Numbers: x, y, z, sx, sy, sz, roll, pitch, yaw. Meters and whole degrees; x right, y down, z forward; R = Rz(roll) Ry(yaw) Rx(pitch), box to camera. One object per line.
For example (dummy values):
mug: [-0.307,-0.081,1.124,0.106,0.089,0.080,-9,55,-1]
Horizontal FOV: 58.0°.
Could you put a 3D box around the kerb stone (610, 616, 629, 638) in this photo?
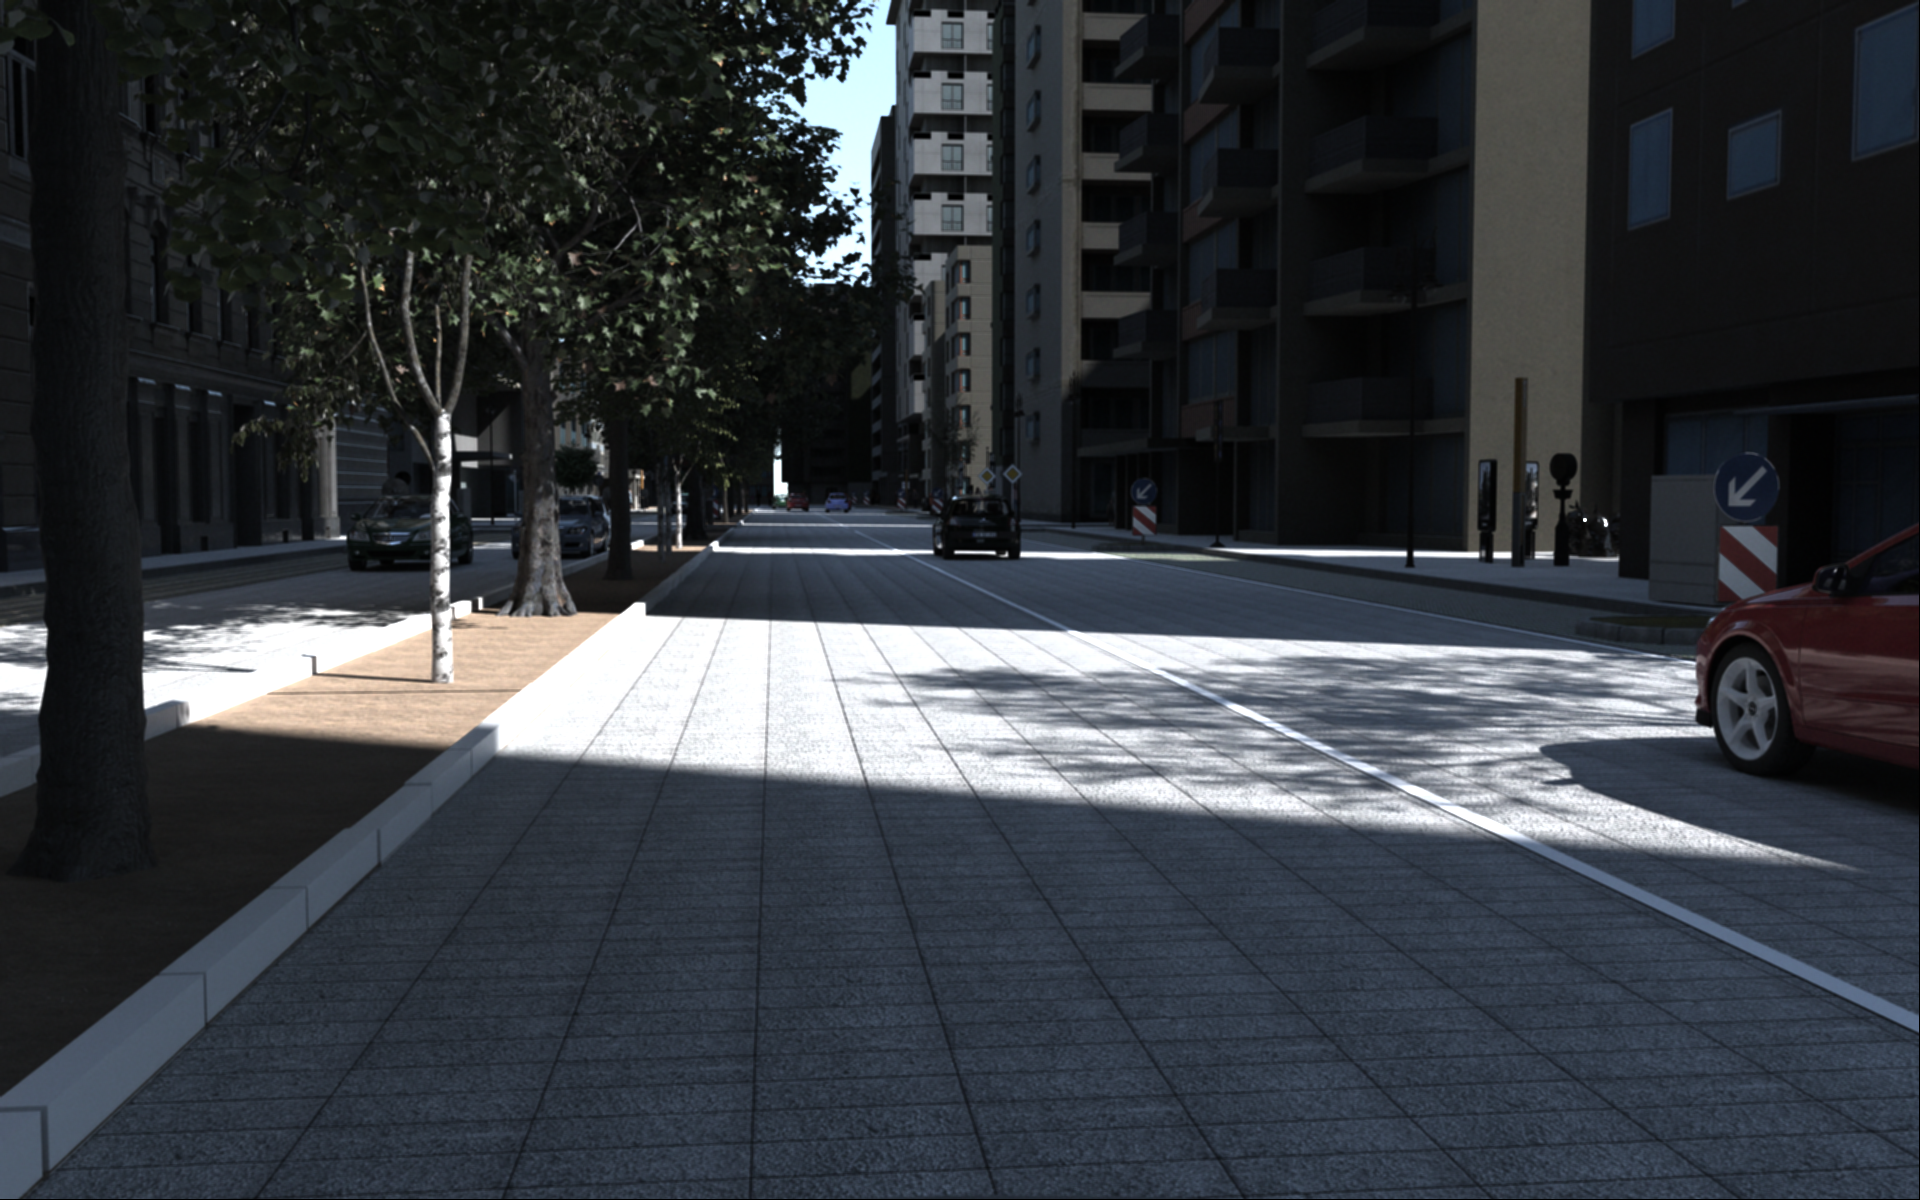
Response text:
kerb stone: [-3.444,0.295,17.368,0.120,0.150,1.000,0,4,-6]

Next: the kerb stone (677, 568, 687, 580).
kerb stone: [-4.636,-0.388,28.595,0.120,0.150,1.000,0,4,-6]

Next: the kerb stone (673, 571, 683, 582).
kerb stone: [-4.538,-0.329,27.571,0.120,0.150,1.000,0,4,-6]

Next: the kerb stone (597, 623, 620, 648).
kerb stone: [-3.336,0.358,16.352,0.120,0.150,1.000,0,4,-6]

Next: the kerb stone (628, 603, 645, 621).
kerb stone: [-3.660,0.169,19.424,0.120,0.150,1.000,0,4,-6]

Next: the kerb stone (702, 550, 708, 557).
kerb stone: [-5.626,-0.954,37.790,0.120,0.150,1.000,0,4,-6]

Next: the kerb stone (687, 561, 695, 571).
kerb stone: [-4.975,-0.579,31.670,0.120,0.150,1.000,0,4,-6]

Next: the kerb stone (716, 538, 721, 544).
kerb stone: [-6.614,-1.515,46.964,0.120,0.150,1.000,0,4,-6]

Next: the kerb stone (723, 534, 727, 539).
kerb stone: [-7.153,-1.824,52.076,0.120,0.150,1.000,0,4,-6]

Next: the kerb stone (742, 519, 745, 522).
kerb stone: [-10.149,-3.542,80.103,0.120,0.150,1.000,0,4,-6]

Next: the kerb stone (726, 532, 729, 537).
kerb stone: [-7.373,-1.952,54.115,0.120,0.150,1.000,0,4,-6]

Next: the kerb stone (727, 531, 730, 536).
kerb stone: [-7.485,-2.014,55.130,0.120,0.150,1.000,0,4,-6]

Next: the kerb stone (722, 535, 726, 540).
kerb stone: [-7.051,-1.763,51.059,0.120,0.150,1.000,0,4,-6]

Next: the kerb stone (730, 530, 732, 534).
kerb stone: [-7.810,-2.197,58.192,0.120,0.150,1.000,0,4,-6]

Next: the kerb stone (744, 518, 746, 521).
kerb stone: [-10.589,-3.792,84.192,0.120,0.150,1.000,0,4,-6]

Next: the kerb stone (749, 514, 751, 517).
kerb stone: [-12.231,-4.729,99.516,0.120,0.150,1.000,0,4,-6]

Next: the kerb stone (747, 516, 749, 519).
kerb stone: [-11.352,-4.225,91.358,0.120,0.150,1.000,0,4,-6]

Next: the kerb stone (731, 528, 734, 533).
kerb stone: [-8.035,-2.326,60.230,0.120,0.150,1.000,0,4,-6]

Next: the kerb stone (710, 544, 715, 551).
kerb stone: [-6.063,-1.201,41.865,0.120,0.150,1.000,0,4,-6]

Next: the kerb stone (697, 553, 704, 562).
kerb stone: [-5.414,-0.829,35.752,0.120,0.150,1.000,0,4,-6]

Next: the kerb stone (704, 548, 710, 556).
kerb stone: [-5.737,-1.016,38.806,0.120,0.150,1.000,0,4,-6]

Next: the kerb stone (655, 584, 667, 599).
kerb stone: [-4.101,-0.080,23.499,0.120,0.150,1.000,0,4,-6]

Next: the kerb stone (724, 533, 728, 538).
kerb stone: [-7.262,-1.888,53.094,0.120,0.150,1.000,0,4,-6]

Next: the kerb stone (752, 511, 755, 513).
kerb stone: [-13.978,-5.727,115.830,0.120,0.150,1.000,0,4,-6]

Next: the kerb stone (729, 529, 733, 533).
kerb stone: [-7.918,-2.264,59.213,0.120,0.150,1.000,0,4,-6]

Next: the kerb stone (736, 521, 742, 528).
kerb stone: [-9.505,-3.167,73.975,0.120,0.150,1.000,0,4,-6]

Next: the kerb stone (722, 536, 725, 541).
kerb stone: [-6.934,-1.702,50.035,0.120,0.150,1.000,0,4,-6]

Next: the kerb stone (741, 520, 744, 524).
kerb stone: [-10.050,-3.480,79.086,0.120,0.150,1.000,0,4,-6]

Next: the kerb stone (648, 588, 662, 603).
kerb stone: [-3.993,-0.015,22.476,0.120,0.150,1.000,0,4,-6]

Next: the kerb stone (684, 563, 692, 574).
kerb stone: [-4.866,-0.517,30.654,0.120,0.150,1.000,0,4,-6]

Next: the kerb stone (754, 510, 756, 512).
kerb stone: [-14.744,-6.158,122.963,0.120,0.150,1.000,0,4,-6]

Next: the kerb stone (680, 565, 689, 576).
kerb stone: [-4.758,-0.454,29.620,0.120,0.150,1.000,0,4,-6]

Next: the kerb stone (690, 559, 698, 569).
kerb stone: [-5.079,-0.635,32.687,0.120,0.150,1.000,0,4,-6]

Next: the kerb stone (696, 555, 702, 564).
kerb stone: [-5.297,-0.763,34.727,0.120,0.150,1.000,0,4,-6]

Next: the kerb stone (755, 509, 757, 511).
kerb stone: [-15.279,-6.471,128.050,0.120,0.150,1.000,0,4,-6]

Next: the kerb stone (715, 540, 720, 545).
kerb stone: [-6.504,-1.447,45.944,0.120,0.150,1.000,0,4,-6]

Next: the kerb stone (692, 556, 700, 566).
kerb stone: [-5.187,-0.704,33.711,0.120,0.150,1.000,0,4,-6]

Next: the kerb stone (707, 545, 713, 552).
kerb stone: [-5.958,-1.141,40.847,0.120,0.150,1.000,0,4,-6]

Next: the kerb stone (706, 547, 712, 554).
kerb stone: [-5.846,-1.078,39.827,0.120,0.150,1.000,0,4,-6]

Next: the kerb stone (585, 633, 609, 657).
kerb stone: [-3.235,0.427,15.331,0.120,0.150,1.000,0,4,-6]

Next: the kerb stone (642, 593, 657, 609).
kerb stone: [-3.879,0.045,21.460,0.120,0.150,1.000,0,4,-6]

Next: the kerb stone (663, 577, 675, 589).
kerb stone: [-4.323,-0.204,25.533,0.120,0.150,1.000,0,4,-6]

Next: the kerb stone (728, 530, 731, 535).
kerb stone: [-7.706,-2.137,57.169,0.120,0.150,1.000,0,4,-6]

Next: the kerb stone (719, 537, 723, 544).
kerb stone: [-6.724,-1.576,47.985,0.120,0.150,1.000,0,4,-6]

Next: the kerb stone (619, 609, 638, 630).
kerb stone: [-3.551,0.232,18.400,0.120,0.150,1.000,0,4,-6]

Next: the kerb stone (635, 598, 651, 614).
kerb stone: [-3.774,0.107,20.443,0.120,0.150,1.000,0,4,-6]

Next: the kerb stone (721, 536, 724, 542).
kerb stone: [-6.835,-1.640,49.007,0.120,0.150,1.000,0,4,-6]

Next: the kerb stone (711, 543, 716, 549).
kerb stone: [-6.175,-1.265,42.881,0.120,0.150,1.000,0,4,-6]

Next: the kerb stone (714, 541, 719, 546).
kerb stone: [-6.393,-1.387,44.916,0.120,0.150,1.000,0,4,-6]

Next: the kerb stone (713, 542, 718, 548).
kerb stone: [-6.284,-1.323,43.897,0.120,0.150,1.000,0,4,-6]

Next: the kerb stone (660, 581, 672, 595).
kerb stone: [-4.207,-0.136,24.515,0.120,0.150,1.000,0,4,-6]

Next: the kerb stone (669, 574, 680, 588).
kerb stone: [-4.422,-0.264,26.554,0.120,0.150,1.000,0,4,-6]

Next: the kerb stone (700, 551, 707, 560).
kerb stone: [-5.516,-0.890,36.769,0.120,0.150,1.000,0,4,-6]
